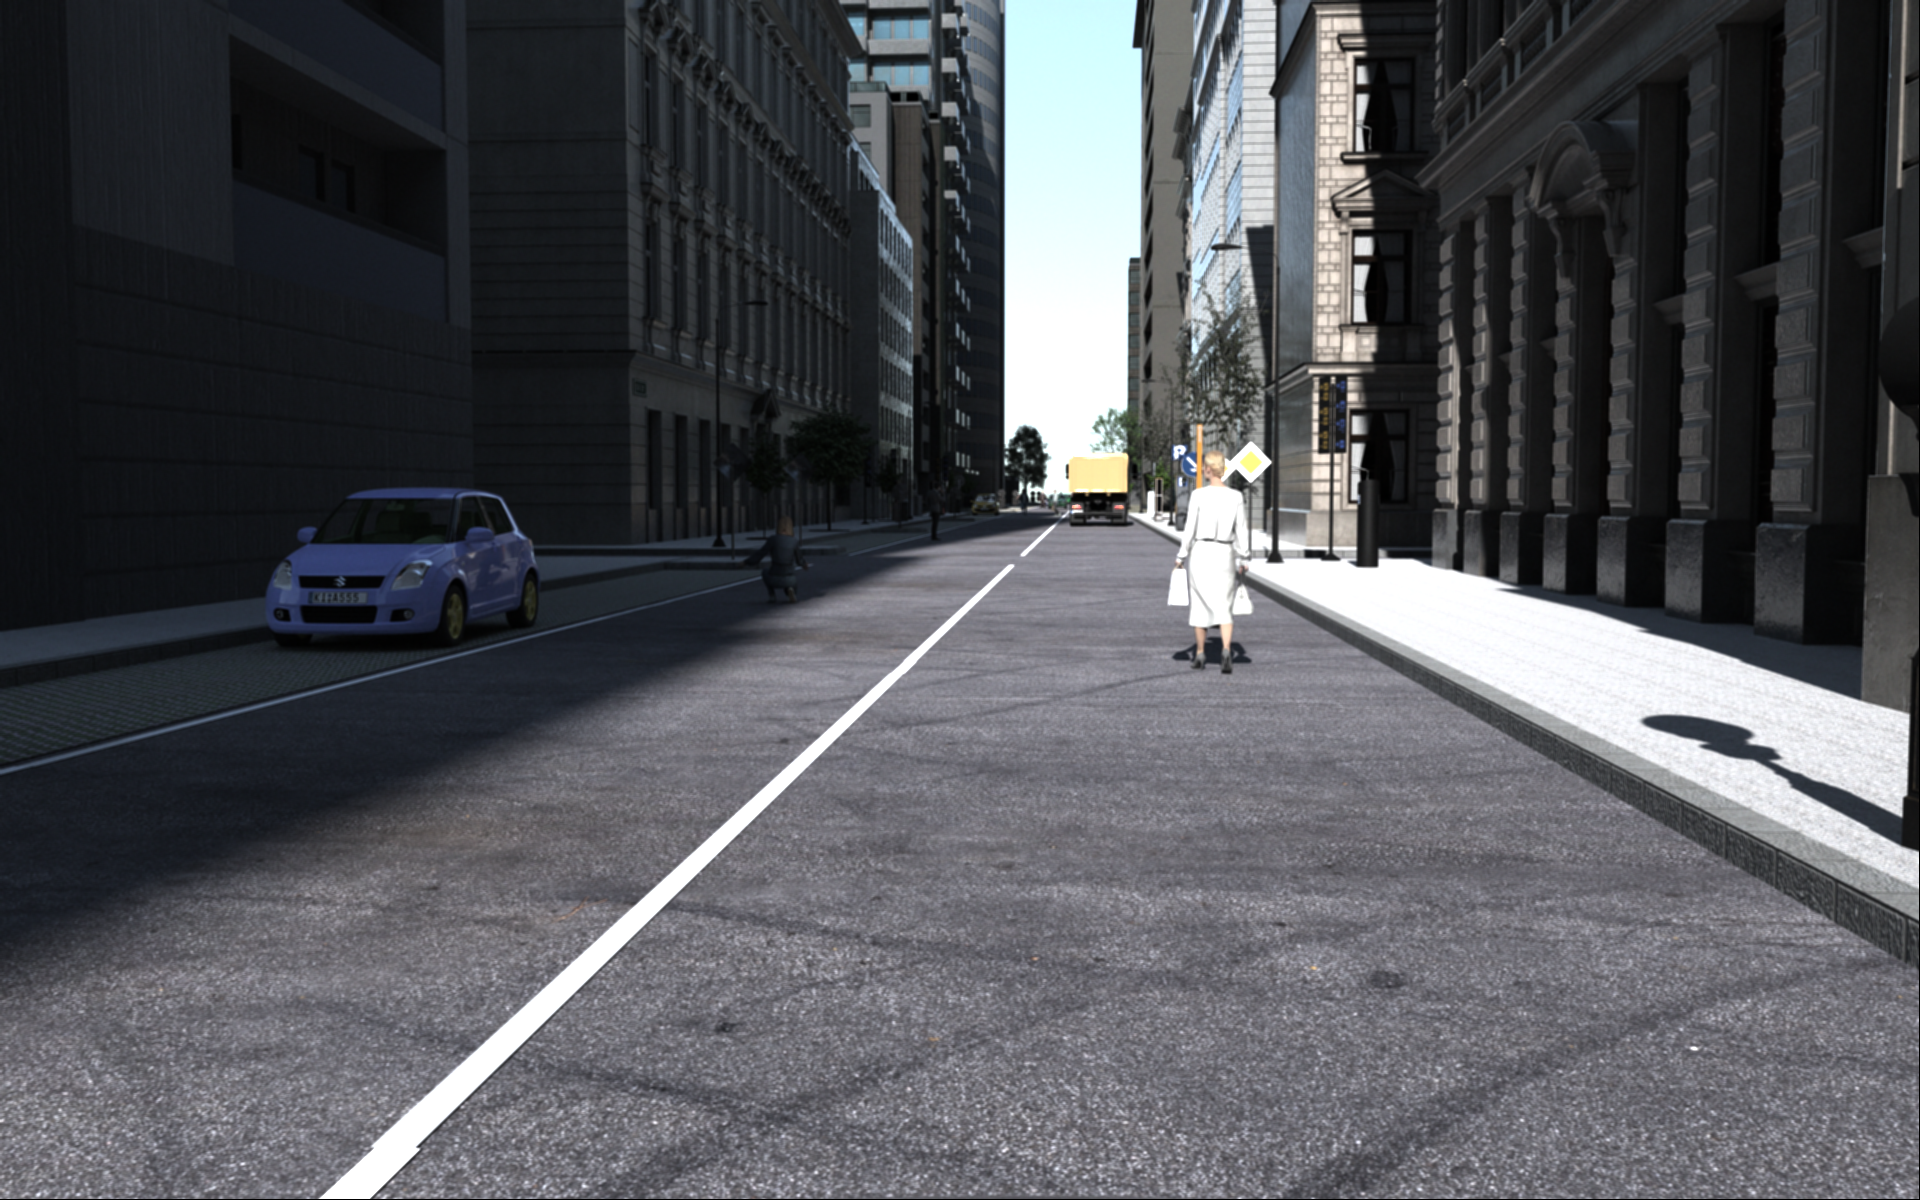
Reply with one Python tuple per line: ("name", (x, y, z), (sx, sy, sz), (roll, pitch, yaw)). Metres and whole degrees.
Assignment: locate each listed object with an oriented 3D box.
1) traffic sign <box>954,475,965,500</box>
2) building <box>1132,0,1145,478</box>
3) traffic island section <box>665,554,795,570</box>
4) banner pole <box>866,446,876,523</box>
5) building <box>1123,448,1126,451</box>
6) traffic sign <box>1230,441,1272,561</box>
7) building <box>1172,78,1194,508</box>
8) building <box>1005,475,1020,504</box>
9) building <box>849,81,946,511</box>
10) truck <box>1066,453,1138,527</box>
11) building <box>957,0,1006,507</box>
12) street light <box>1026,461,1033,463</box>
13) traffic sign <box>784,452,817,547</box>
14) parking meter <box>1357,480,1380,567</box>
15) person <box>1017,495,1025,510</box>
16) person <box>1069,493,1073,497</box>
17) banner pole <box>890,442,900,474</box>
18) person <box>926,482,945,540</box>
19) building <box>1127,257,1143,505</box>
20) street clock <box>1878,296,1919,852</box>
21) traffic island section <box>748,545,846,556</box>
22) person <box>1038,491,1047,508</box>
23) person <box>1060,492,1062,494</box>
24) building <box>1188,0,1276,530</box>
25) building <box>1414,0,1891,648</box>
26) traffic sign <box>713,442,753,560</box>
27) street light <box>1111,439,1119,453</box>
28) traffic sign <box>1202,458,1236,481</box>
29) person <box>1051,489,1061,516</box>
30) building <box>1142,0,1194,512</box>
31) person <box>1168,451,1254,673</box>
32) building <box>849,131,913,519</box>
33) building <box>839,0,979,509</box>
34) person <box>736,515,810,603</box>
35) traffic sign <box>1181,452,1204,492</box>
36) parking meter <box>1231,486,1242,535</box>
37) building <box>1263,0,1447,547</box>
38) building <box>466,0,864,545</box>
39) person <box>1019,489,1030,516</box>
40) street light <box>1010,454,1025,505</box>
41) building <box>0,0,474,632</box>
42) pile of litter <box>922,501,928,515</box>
("traffic sign", (-0.029, -7.126, 116.614), (0.768, 2.556, 0.104), (1, 4, 11))
("building", (32.050, -35.827, 175.002), (28.713, 52.752, 27.495), (0, 4, 4))
("traffic island section", (-4.455, -0.707, 33.844), (2.009, 0.180, 2.903), (0, 4, 4))
("banner pole", (-4.060, -5.402, 78.331), (0.401, 3.779, 0.863), (-3, 4, -38))
("building", (33.620, -56.249, 232.349), (22.319, 86.520, 31.000), (0, 4, 4))
("traffic sign", (5.535, -1.797, 33.029), (0.795, 2.450, 0.064), (0, 4, 4))
("building", (19.977, -19.288, 102.752), (14.401, 28.519, 23.554), (0, 4, 4))
("building", (-1.533, -50.018, 256.040), (20.563, 71.187, 20.611), (0, 4, 4))
("building", (-8.606, -21.617, 125.143), (14.160, 30.474, 14.107), (0, 4, 4))
("truck", (6.483, -5.155, 80.209), (3.469, 3.379, 9.791), (0, 4, 6))
("building", (-6.544, -38.804, 176.441), (21.231, 58.520, 28.212), (0, 4, 4))
("street light", (9.730, -16.742, 246.278), (1.470, 5.913, 1.316), (0, 4, 4))
("traffic sign", (-3.845, -2.330, 41.745), (0.795, 2.450, 0.064), (0, 4, 4))
("parking meter", (7.166, -1.346, 30.415), (0.372, 1.533, 0.369), (0, 3, 0))
("person", (5.680, -9.023, 156.731), (1.217, 1.736, 0.721), (0, 4, -1))
("person", (13.377, -11.964, 204.066), (1.348, 1.831, 0.705), (1, 4, 22))
("banner pole", (-3.114, -5.758, 84.156), (0.401, 3.779, 0.863), (-3, 5, -44))
("person", (-0.754, -2.754, 53.711), (0.473, 1.802, 0.592), (-2, 4, -29))
("building", (27.464, -26.906, 211.607), (14.160, 30.474, 14.107), (0, 4, 4))
("street clock", (3.531, -0.098, 6.165), (0.471, 2.002, 0.358), (0, 4, -7))
("traffic island section", (-3.869, -1.194, 41.808), (2.009, 0.180, 2.903), (0, 4, 4))
("person", (8.409, -10.203, 175.867), (0.990, 1.755, 0.434), (1, 4, 23))
("person", (14.400, -14.592, 247.167), (1.348, 1.812, 0.705), (-2, 4, -31))
("building", (16.475, -18.239, 75.701), (11.434, 29.767, 29.804), (0, 4, 4))
("building", (12.423, -11.707, 20.292), (11.050, 23.489, 19.941), (0, 4, 4))
("traffic sign", (-4.431, -1.843, 33.781), (0.795, 2.450, 0.064), (0, 4, 4))
("street light", (13.729, -10.611, 146.025), (1.470, 5.913, 1.316), (0, 4, 4))
("traffic sign", (6.121, -2.284, 40.993), (0.795, 2.450, 0.064), (0, 4, 4))
("person", (6.231, -6.332, 112.515), (0.515, 1.767, 0.782), (-1, 4, -8))
("building", (25.431, -31.304, 135.516), (21.300, 48.544, 21.600), (0, 4, 4))
("person", (2.014, -0.311, 13.933), (0.694, 1.780, 0.624), (1, 4, 11))
("building", (-8.629, -14.736, 95.678), (10.420, 20.320, 16.860), (0, 4, 4))
("building", (-10.791, -32.283, 147.435), (23.786, 49.044, 30.456), (0, 4, 4))
("person", (-2.465, -0.549, 22.968), (1.012, 1.151, 0.738), (-1, 4, -11))
("traffic sign", (7.047, -3.186, 52.195), (0.768, 2.556, 0.104), (1, 4, 9))
("parking meter", (8.754, -2.842, 54.873), (0.372, 1.533, 0.369), (0, 3, 0))
("building", (17.811, -11.067, 45.572), (19.286, 19.102, 10.561), (0, 4, 4))
("building", (-14.528, -17.617, 64.455), (17.030, 29.872, 44.131), (0, 4, 4))
("person", (4.202, -6.413, 113.702), (0.623, 1.781, 0.721), (-1, 4, -22))
("street light", (6.451, -13.969, 200.939), (1.470, 5.913, 1.316), (0, 4, 4))
("building", (-22.400, -29.464, 23.740), (28.212, 58.520, 21.231), (0, 4, 4))
("pile of litter", (-2.680, -6.017, 112.346), (1.176, 0.858, 1.719), (0, 4, 3))
